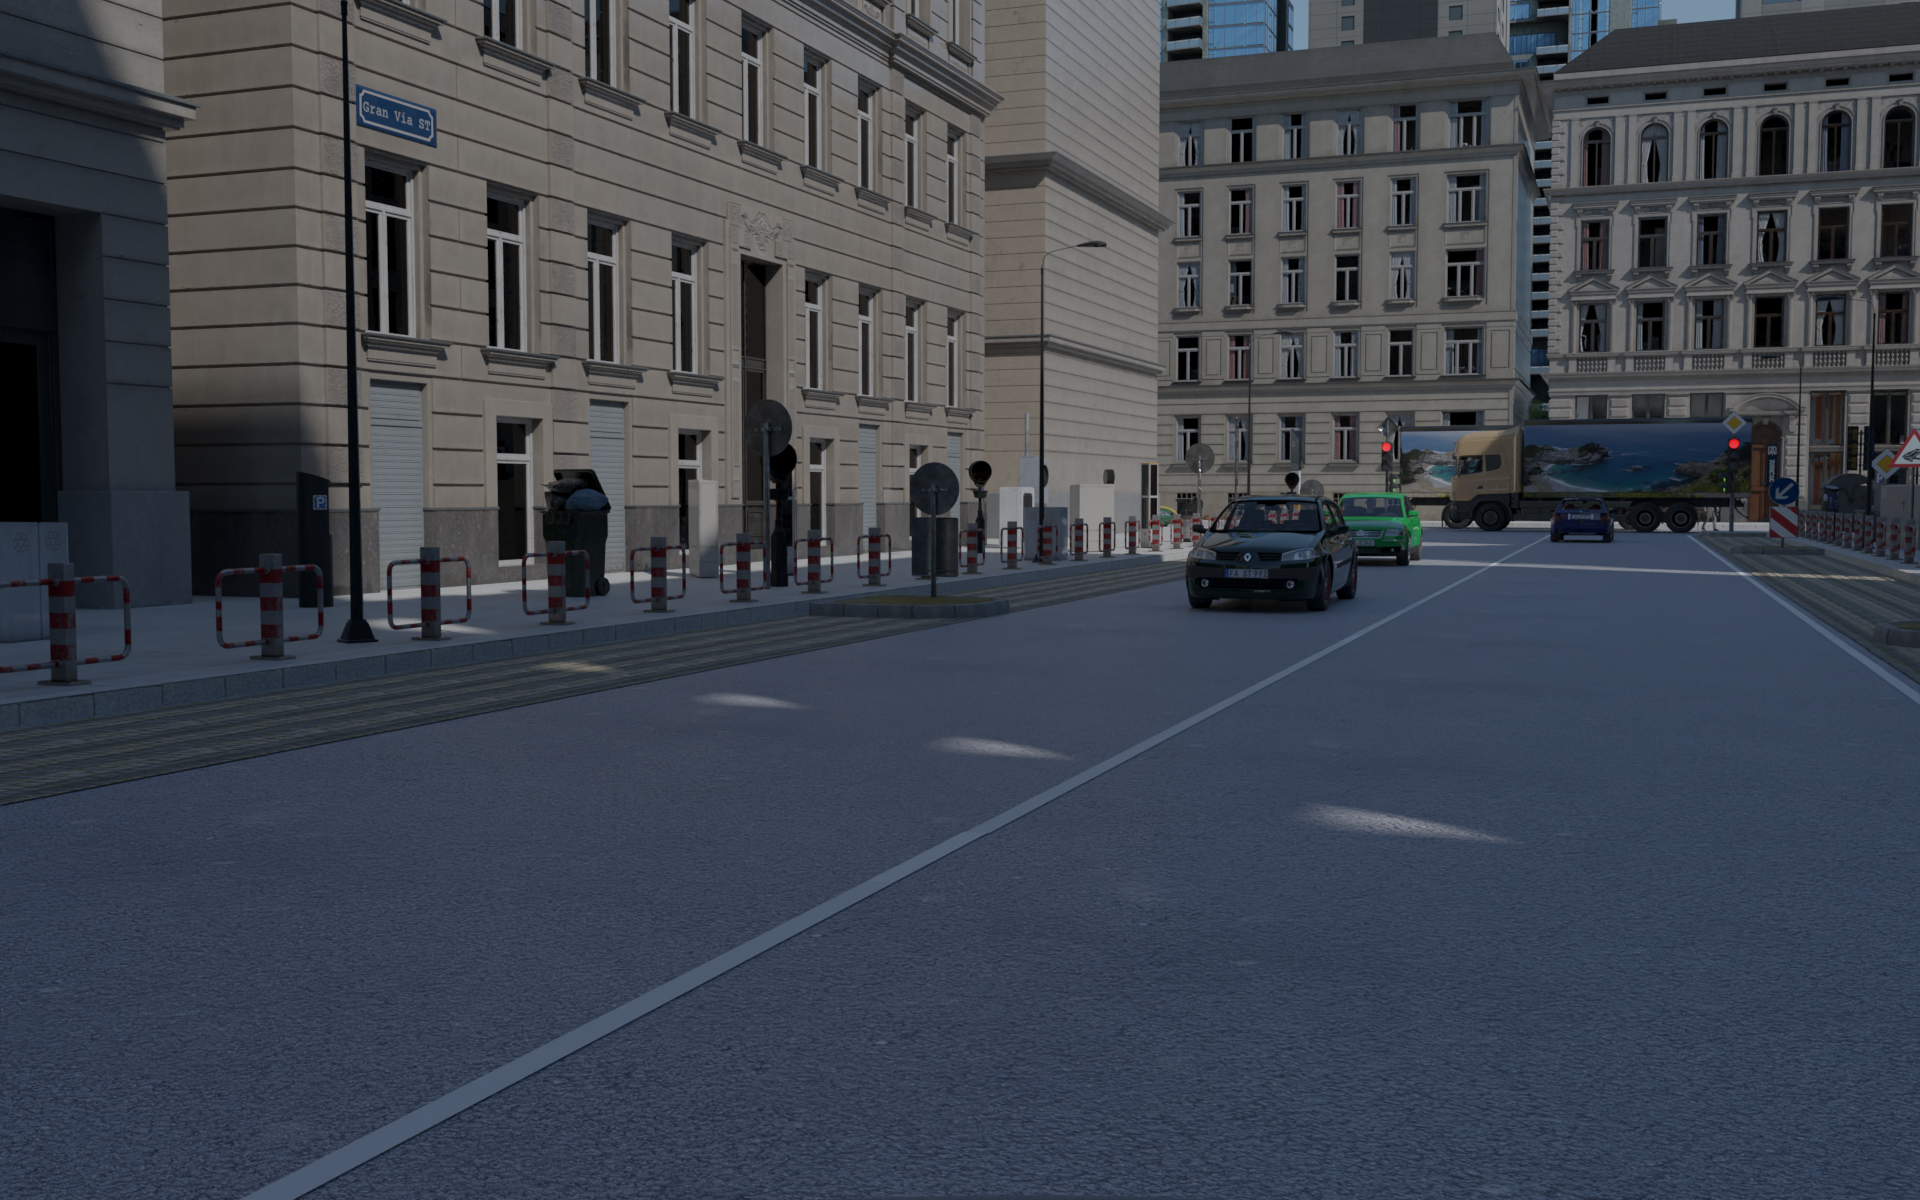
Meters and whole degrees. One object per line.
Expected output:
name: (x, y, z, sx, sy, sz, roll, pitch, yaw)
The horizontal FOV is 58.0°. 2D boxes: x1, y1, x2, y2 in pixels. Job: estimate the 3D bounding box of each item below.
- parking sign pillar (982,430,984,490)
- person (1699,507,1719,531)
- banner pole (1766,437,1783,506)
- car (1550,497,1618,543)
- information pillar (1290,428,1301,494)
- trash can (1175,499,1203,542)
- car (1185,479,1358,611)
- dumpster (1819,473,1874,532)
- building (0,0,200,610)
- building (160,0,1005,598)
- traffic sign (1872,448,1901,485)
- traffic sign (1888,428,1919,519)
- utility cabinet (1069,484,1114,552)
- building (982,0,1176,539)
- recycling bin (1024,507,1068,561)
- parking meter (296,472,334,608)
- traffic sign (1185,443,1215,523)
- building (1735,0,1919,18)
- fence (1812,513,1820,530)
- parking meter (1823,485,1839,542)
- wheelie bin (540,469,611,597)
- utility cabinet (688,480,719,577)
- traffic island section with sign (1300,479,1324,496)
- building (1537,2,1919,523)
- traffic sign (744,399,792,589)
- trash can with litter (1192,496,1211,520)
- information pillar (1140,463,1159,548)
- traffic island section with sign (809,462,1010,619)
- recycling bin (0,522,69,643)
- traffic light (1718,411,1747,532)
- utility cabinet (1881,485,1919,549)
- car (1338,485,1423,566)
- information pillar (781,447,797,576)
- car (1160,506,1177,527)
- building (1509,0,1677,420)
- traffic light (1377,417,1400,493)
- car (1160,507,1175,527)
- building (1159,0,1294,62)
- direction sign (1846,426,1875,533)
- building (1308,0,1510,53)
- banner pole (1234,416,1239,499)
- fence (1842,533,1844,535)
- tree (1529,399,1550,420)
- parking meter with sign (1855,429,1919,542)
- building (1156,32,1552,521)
parking sign pillar: (-0.002, -3.531, 46.207, 1.447, 3.967, 1.447, 2, 4, 34)
person: (29.084, -3.577, 67.091, 0.694, 1.812, 0.767, -1, 4, -12)
banner pole: (35.599, -5.236, 75.625, 0.401, 3.779, 0.863, -3, 5, -39)
car: (18.864, -2.437, 52.418, 1.945, 1.354, 3.894, 1, 4, 22)
information pillar: (11.938, -4.300, 61.652, 0.183, 3.616, 0.504, -2, 4, -27)
trash can: (6.096, -2.112, 46.180, 0.748, 1.137, 0.748, 0, 3, 0)
car: (4.142, -0.788, 22.670, 2.009, 1.686, 4.222, 1, 4, 20)
dumpster: (25.148, -2.652, 49.120, 1.264, 1.857, 1.865, 1, 4, 21)
building: (-18.769, -13.691, 11.232, 14.401, 28.519, 23.554, 1, 4, 21)
building: (-8.934, -14.462, 33.721, 12.463, 27.353, 25.104, 1, 4, 21)
traffic sign: (23.246, -2.588, 43.494, 0.795, 2.450, 0.064, 2, 4, 27)
traffic sign: (18.872, -2.099, 34.321, 0.884, 2.594, 0.081, 2, 4, 27)
utility cabinet: (2.914, -1.813, 38.330, 1.173, 1.500, 0.318, -3, 5, -45)
building: (-5.563, -16.575, 58.393, 23.554, 28.519, 14.401, 1, 4, 21)
recycling bin: (1.673, -1.292, 33.677, 0.722, 1.027, 0.722, 1, 4, 17)
parking meter: (-7.319, -0.688, 19.652, 0.372, 1.533, 0.369, 0, 3, 0)
traffic sign: (5.965, -2.635, 43.191, 0.768, 2.556, 0.104, 2, 4, 28)
building: (92.759, -39.205, 182.993, 21.231, 58.520, 28.212, 1, 4, 21)
fence: (26.465, -2.320, 53.312, 0.278, 0.683, 2.069, 0, 4, 6)
parking meter: (23.605, -2.357, 46.947, 0.372, 1.533, 0.369, 0, 3, 0)
wheelie bin: (-4.813, -0.846, 21.739, 0.980, 1.594, 0.693, 2, 4, 27)
utility cabinet: (-3.968, -1.112, 26.854, 0.318, 1.500, 1.173, -1, 4, -17)
traffic island section with sign: (9.371, -2.302, 46.267, 1.989, 1.847, 2.006, 1, 4, 21)
building: (37.620, -15.428, 81.126, 19.941, 23.489, 11.050, 1, 4, 21)
traffic sign: (-2.599, -1.419, 23.300, 0.768, 2.556, 0.104, 2, 4, 27)
trash can with litter: (11.820, -4.492, 84.829, 1.055, 1.170, 0.624, -1, 4, -14)
information pillar: (4.488, -2.235, 41.040, 0.304, 2.012, 0.304, -3, 4, -37)
traffic island section with sign: (-0.491, -0.743, 20.774, 1.989, 1.847, 2.006, 1, 4, 21)
recycling bin: (-8.401, -0.166, 15.276, 0.722, 1.027, 0.722, 1, 4, 18)
traffic light: (26.230, -4.276, 58.826, 0.839, 4.253, 0.868, 1, 4, 21)
utility cabinet: (21.943, -1.931, 40.249, 0.318, 1.500, 1.173, -1, 4, -15)
car: (8.646, -1.680, 36.257, 1.959, 1.807, 4.718, 1, 4, 19)
information pillar: (-2.730, -1.391, 27.240, 0.304, 2.012, 0.304, 0, 4, 2)
car: (7.429, -3.941, 74.663, 3.980, 1.641, 2.015, 1, 4, 20)
building: (84.608, -56.613, 238.296, 31.000, 86.520, 22.319, 1, 4, 21)
traffic light: (15.531, -4.526, 62.928, 0.839, 4.253, 0.868, 1, 4, 21)
car: (6.443, -3.613, 70.864, 4.920, 1.459, 2.131, 1, 4, 22)
building: (27.681, -54.934, 210.838, 31.000, 86.520, 22.319, 1, 4, 21)
direction sign: (29.913, -4.011, 57.576, 0.876, 3.537, 0.379, 0, 4, 3)
building: (52.530, -46.739, 202.432, 20.611, 71.187, 20.563, 1, 4, 21)
banner pole: (8.907, -4.020, 55.736, 0.401, 3.779, 0.863, 0, 4, 2)
fence: (28.180, -2.438, 55.237, 0.278, 0.683, 2.069, 2, 4, 33)
tree: (56.841, -15.283, 175.631, 9.928, 11.665, 9.643, 0, 3, 0)
parking meter with sign: (24.719, -3.046, 46.058, 1.738, 3.016, 0.543, -1, 4, -11)
building: (15.141, -15.843, 92.313, 30.059, 22.955, 16.112, 1, 4, 21)
